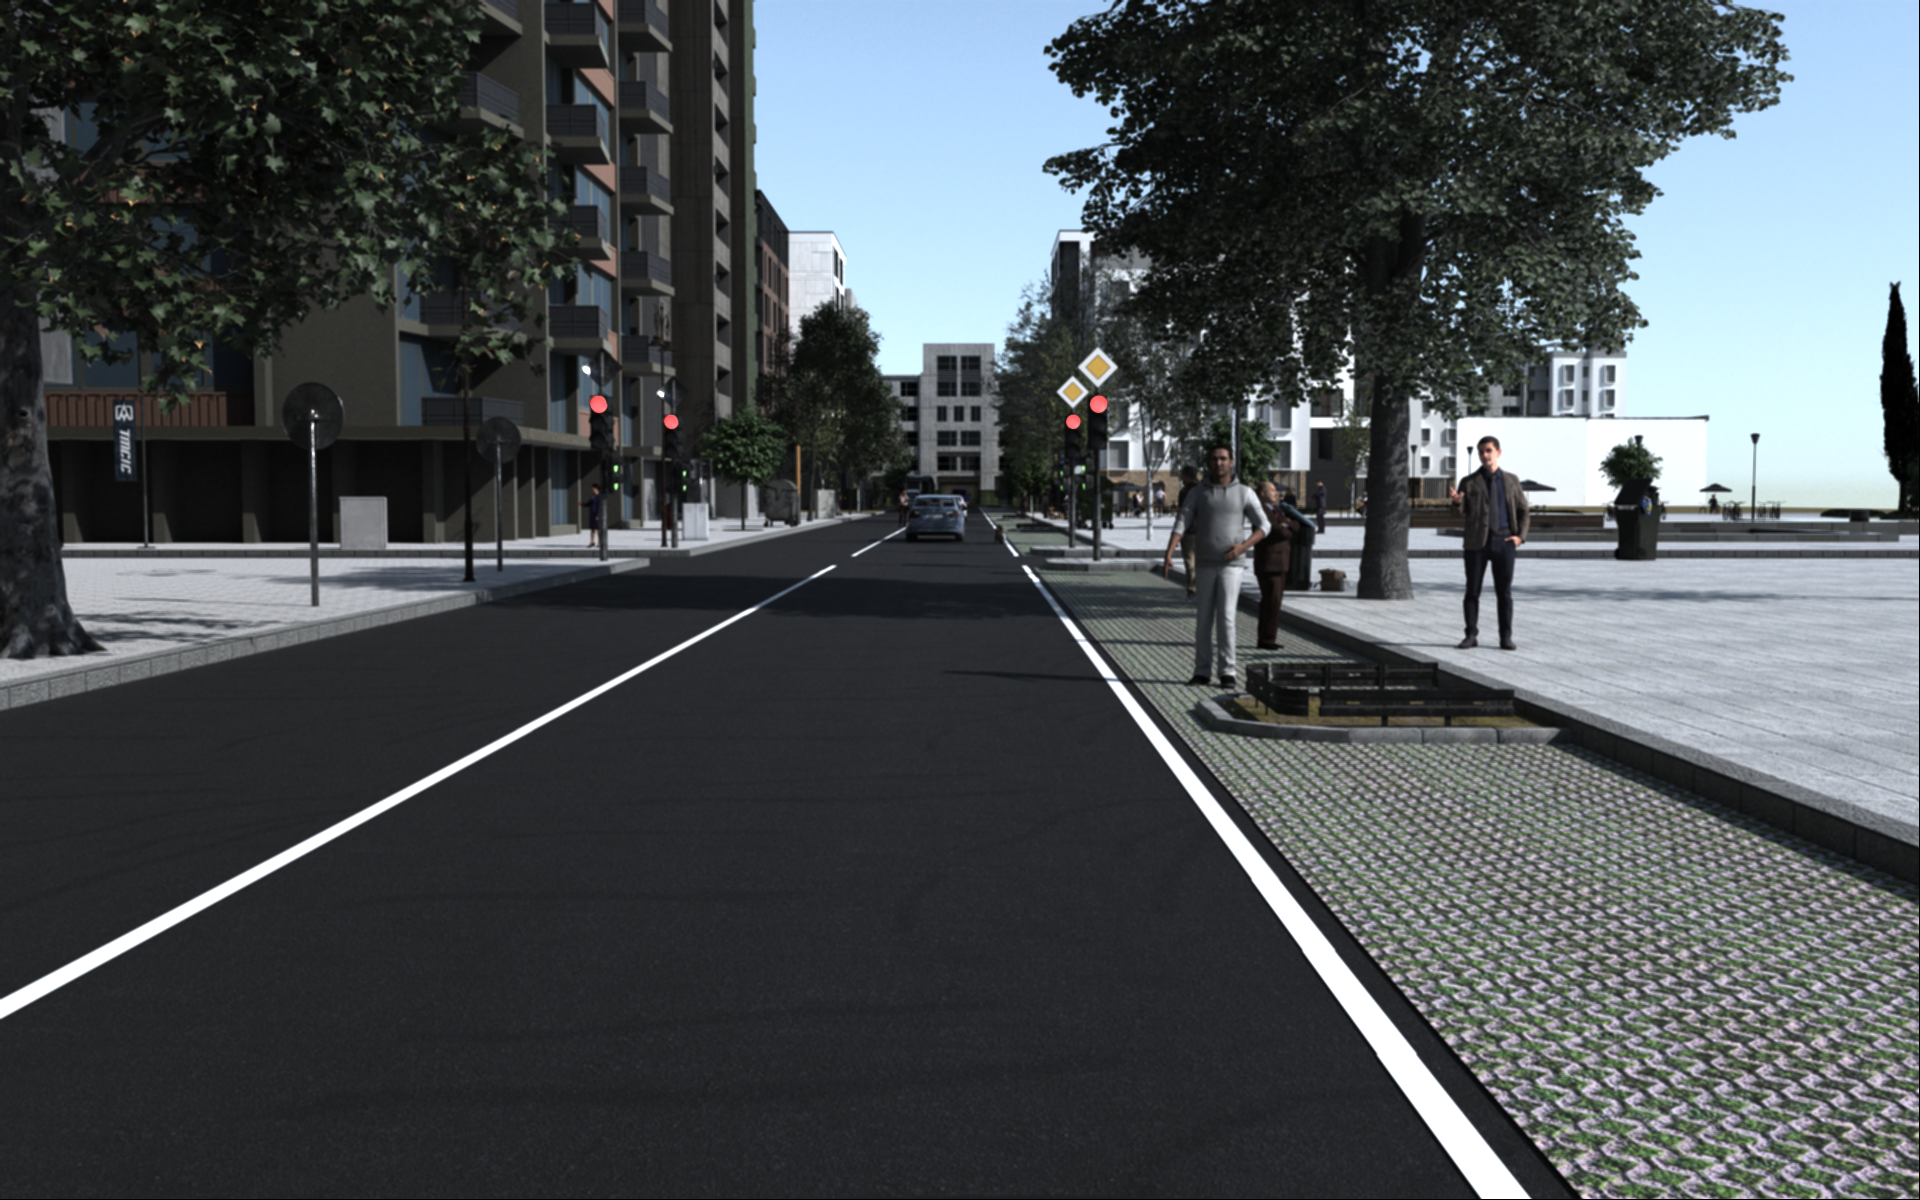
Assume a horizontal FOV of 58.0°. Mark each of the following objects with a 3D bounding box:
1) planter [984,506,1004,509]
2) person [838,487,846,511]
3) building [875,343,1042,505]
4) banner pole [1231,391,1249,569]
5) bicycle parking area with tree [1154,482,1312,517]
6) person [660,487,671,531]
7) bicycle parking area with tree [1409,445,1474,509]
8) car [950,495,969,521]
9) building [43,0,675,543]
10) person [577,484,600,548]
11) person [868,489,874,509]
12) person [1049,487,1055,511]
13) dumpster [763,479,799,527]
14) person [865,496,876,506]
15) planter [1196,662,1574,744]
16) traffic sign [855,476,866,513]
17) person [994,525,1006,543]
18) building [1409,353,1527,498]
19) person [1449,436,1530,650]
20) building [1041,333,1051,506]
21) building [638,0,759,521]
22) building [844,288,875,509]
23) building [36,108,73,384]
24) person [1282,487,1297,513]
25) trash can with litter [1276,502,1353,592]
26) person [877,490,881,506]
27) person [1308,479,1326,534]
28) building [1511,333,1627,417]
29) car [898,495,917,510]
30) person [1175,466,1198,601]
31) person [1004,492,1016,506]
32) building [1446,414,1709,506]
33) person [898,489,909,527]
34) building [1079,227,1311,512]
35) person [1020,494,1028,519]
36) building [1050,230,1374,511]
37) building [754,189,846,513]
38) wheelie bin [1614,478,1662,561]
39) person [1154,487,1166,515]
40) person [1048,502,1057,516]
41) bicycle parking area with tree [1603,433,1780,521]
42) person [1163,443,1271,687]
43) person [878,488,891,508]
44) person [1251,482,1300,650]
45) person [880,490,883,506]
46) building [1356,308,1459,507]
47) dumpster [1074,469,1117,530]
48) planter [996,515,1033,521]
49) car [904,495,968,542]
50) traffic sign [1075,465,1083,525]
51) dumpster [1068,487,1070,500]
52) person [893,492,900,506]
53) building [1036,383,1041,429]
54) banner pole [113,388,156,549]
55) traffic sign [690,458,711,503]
[{"bbox_3d":[3.380,-9.136,170.515,1.991,0.319,1.994,0,4,0],"label":"planter"},{"bbox_3d":[-9.038,-7.534,129.324,0.705,1.812,1.348,-3,5,-43],"label":"person"},{"bbox_3d":[-4.308,-21.093,211.324,31.486,18.905,16.747,0,4,0],"label":"building"},{"bbox_3d":[4.685,-2.413,29.466,0.401,3.779,0.863,1,4,20],"label":"banner pole"},{"bbox_3d":[15.275,-6.737,97.145,8.231,4.147,9.016,-3,4,-39],"label":"bicycle parking area with tree"},{"bbox_3d":[-10.369,-3.219,61.144,0.387,1.526,0.523,0,4,-3],"label":"person"},{"bbox_3d":[28.761,-7.095,103.005,8.231,4.147,9.016,-1,4,-23],"label":"bicycle parking area with tree"},{"bbox_3d":[-0.559,-5.023,94.492,2.083,1.381,4.827,0,4,-1],"label":"car"},{"bbox_3d":[-21.836,-24.613,57.045,22.147,44.769,28.867,0,4,0],"label":"building"},{"bbox_3d":[-8.800,-2.017,41.391,0.453,1.535,0.546,2,4,25],"label":"person"},{"bbox_3d":[-7.486,-8.560,146.722,0.721,1.743,1.217,1,4,12],"label":"person"},{"bbox_3d":[6.742,-7.419,127.356,0.705,1.822,1.348,0,4,-1],"label":"person"},{"bbox_3d":[-6.992,-3.778,67.532,1.264,1.857,1.865,0,4,0],"label":"dumpster"},{"bbox_3d":[-8.059,-8.996,156.386,1.065,1.426,0.557,-2,4,-28],"label":"person"},{"bbox_3d":[2.523,0.629,10.855,1.991,0.319,1.994,0,4,0],"label":"planter"},{"bbox_3d":[-6.642,-7.070,115.702,0.768,2.556,0.104,0,4,5],"label":"traffic sign"},{"bbox_3d":[1.174,-1.931,50.541,0.357,0.543,0.381,0,4,-6],"label":"person"},{"bbox_3d":[50.599,-21.092,211.311,31.486,18.905,16.747,0,4,0],"label":"building"},{"bbox_3d":[4.332,-0.467,14.212,0.617,1.759,0.750,1,4,21],"label":"person"},{"bbox_3d":[16.641,-19.324,172.373,16.016,20.091,11.380,0,4,0],"label":"building"},{"bbox_3d":[-18.039,-19.278,86.893,14.160,30.474,14.107,0,4,0],"label":"building"},{"bbox_3d":[-17.630,-18.251,164.868,16.747,18.905,31.486,0,4,0],"label":"building"},{"bbox_3d":[-19.847,-20.580,20.074,14.086,41.232,14.154,0,4,0],"label":"building"},{"bbox_3d":[10.814,-2.958,56.950,0.480,1.512,0.613,1,4,22],"label":"person"},{"bbox_3d":[4.687,-0.713,23.043,1.055,1.170,0.624,1,4,22],"label":"trash can with litter"},{"bbox_3d":[-8.542,-10.865,184.208,0.721,1.766,1.217,1,4,21],"label":"person"},{"bbox_3d":[11.584,-3.038,56.166,0.568,1.767,0.683,1,4,12],"label":"person"},{"bbox_3d":[72.549,-21.632,210.101,11.380,20.091,16.016,0,4,0],"label":"building"},{"bbox_3d":[-3.974,-7.760,139.456,1.945,1.354,3.894,0,4,0],"label":"car"},{"bbox_3d":[3.109,-0.894,23.241,0.598,1.807,0.434,-1,4,-23],"label":"person"},{"bbox_3d":[5.621,-11.470,193.602,1.348,1.821,0.705,1,4,11],"label":"person"},{"bbox_3d":[65.475,-14.851,184.955,28.070,9.664,9.099,0,4,0],"label":"building"},{"bbox_3d":[-2.452,-4.014,75.585,0.517,1.644,0.566,2,4,31],"label":"person"},{"bbox_3d":[16.914,-16.625,128.246,16.016,20.091,11.380,0,4,0],"label":"building"},{"bbox_3d":[3.677,-5.412,99.258,0.482,1.546,0.388,1,4,16],"label":"person"},{"bbox_3d":[21.693,-18.737,150.327,27.936,21.610,32.646,0,4,0],"label":"building"},{"bbox_3d":[-23.811,-17.666,132.811,27.936,21.610,32.646,0,4,0],"label":"building"},{"bbox_3d":[13.175,-1.577,33.692,0.693,1.594,0.980,-1,4,-23],"label":"wheelie bin"},{"bbox_3d":[12.392,-6.116,106.977,0.756,1.711,0.436,2,4,32],"label":"person"},{"bbox_3d":[5.123,-4.960,95.432,0.859,0.850,0.655,-3,5,-40],"label":"person"},{"bbox_3d":[35.331,-5.894,83.370,8.231,4.147,9.016,3,5,42],"label":"bicycle parking area with tree"},{"bbox_3d":[1.870,-0.256,12.828,0.875,1.805,0.789,1,4,18],"label":"person"},{"bbox_3d":[-7.218,-9.744,165.357,1.348,1.824,0.705,-2,4,-28],"label":"person"},{"bbox_3d":[2.901,-0.318,15.967,0.388,1.546,0.482,2,4,34],"label":"person"},{"bbox_3d":[-8.131,-10.598,179.986,0.551,1.740,0.621,1,4,17],"label":"person"},{"bbox_3d":[44.889,-19.954,182.675,11.380,20.091,16.016,0,4,0],"label":"building"},{"bbox_3d":[4.929,-3.719,63.297,1.502,2.255,1.985,0,4,0],"label":"dumpster"},{"bbox_3d":[2.968,-4.464,94.130,1.991,0.319,1.994,0,4,0],"label":"planter"},{"bbox_3d":[-0.751,-2.540,53.534,2.014,1.417,4.499,0,4,1],"label":"car"},{"bbox_3d":[5.133,-4.449,72.851,0.768,2.556,0.104,0,4,5],"label":"traffic sign"},{"bbox_3d":[4.931,-3.899,66.247,1.502,2.255,1.985,0,4,0],"label":"dumpster"},{"bbox_3d":[-6.618,-10.615,180.123,0.617,1.759,0.750,1,4,12],"label":"person"},{"bbox_3d":[16.191,-20.019,183.734,16.016,20.091,11.380,0,4,0],"label":"building"},{"bbox_3d":[-19.449,-3.103,40.747,0.863,3.779,0.401,-2,4,-30],"label":"banner pole"},{"bbox_3d":[-7.449,-2.914,49.766,0.606,2.300,0.079,0,4,6],"label":"traffic sign"}]
